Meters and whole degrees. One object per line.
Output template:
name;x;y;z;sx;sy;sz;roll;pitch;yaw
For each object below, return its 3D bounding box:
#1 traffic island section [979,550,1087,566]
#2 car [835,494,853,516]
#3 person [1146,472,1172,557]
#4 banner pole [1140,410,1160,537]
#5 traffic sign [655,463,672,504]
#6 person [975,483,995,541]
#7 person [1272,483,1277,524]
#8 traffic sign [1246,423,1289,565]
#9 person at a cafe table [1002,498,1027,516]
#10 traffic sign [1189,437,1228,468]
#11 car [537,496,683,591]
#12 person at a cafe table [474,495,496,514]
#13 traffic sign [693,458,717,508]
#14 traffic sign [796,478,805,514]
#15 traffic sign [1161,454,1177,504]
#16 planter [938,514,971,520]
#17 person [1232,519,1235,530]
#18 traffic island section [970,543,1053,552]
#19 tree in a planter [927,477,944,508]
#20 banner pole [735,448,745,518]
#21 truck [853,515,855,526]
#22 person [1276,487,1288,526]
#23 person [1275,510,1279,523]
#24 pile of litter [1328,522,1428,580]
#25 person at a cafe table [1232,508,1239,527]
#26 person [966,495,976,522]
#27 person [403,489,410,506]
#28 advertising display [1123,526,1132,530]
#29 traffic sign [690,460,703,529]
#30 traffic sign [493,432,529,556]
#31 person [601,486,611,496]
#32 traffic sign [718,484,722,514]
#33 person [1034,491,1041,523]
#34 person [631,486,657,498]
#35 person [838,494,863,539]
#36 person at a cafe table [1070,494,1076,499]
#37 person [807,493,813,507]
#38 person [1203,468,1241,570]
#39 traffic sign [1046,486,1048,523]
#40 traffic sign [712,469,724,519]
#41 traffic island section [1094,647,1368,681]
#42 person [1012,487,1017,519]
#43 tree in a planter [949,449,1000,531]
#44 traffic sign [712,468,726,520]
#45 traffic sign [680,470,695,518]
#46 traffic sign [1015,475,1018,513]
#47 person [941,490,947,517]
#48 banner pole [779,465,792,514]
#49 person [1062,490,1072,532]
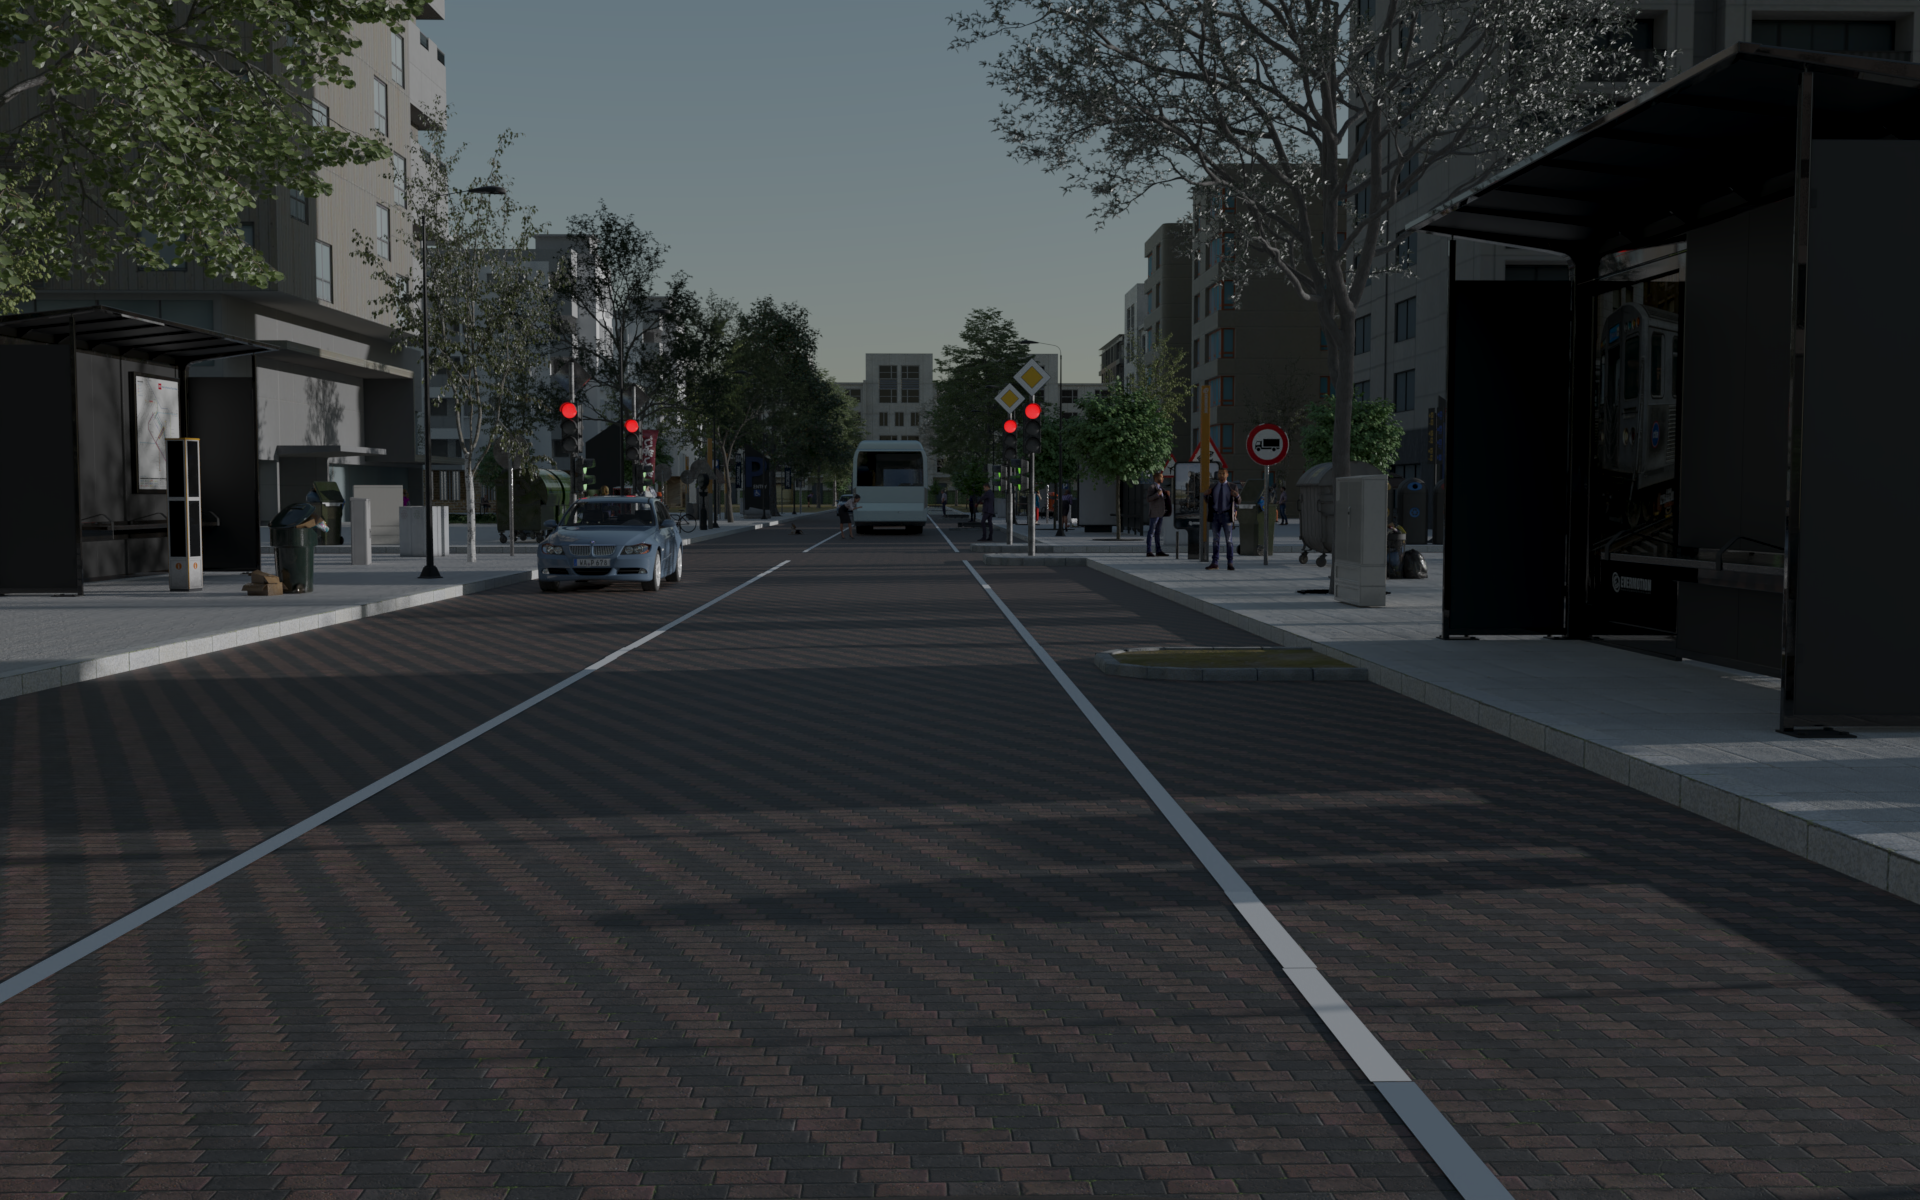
traffic island section;1.507;-0.840;36.021;2.009;0.180;2.903;0;4;-2
car;-7.177;-6.232;113.895;2.014;1.417;4.499;0;4;-1
person;4.066;-1.742;35.352;0.431;1.722;0.655;3;4;36
banner pole;5.717;-3.778;51.780;0.863;3.779;0.401;-2;4;-30
traffic sign;-12.386;-4.405;72.120;0.768;2.556;0.104;0;4;-1
person;0.733;-2.688;52.896;0.568;1.767;0.683;1;4;21
person;13.338;-4.101;73.820;0.376;1.734;0.841;0;4;5
traffic sign;5.516;-1.900;31.163;0.768;2.556;0.104;0;4;0
person at a cafe table;3.369;-5.551;101.618;1.726;1.238;1.698;1;4;8
traffic sign;5.104;-2.197;35.919;0.884;2.594;0.081;0;4;5
car;-5.388;-0.921;27.061;2.014;1.417;4.499;0;4;-3
person at a cafe table;-29.621;-5.988;108.765;1.698;1.238;1.726;-2;4;-34
traffic sign;-9.248;-3.842;62.823;0.884;2.594;0.081;0;4;-1
traffic sign;-10.336;-6.728;112.126;0.606;2.300;0.079;0;4;5
traffic sign;6.815;-3.412;55.788;0.884;2.594;0.081;0;4;5
planter;-0.211;-4.553;95.583;1.991;0.319;1.994;0;4;-2
person;9.542;-3.260;61.710;0.546;1.535;0.453;-1;4;-20
traffic island section;1.278;-1.329;44.003;2.009;0.180;2.903;0;4;-2
tree in a planter;-2.453;-10.774;173.371;1.991;3.239;1.994;0;4;-2
banner pole;-11.863;-6.338;93.643;0.401;3.779;0.863;3;4;38
truck;-3.488;-5.782;84.293;2.967;4.110;18.799;0;4;0
person;13.137;-3.827;70.568;0.435;1.587;0.963;0;4;-6
person;14.083;-3.902;78.132;0.655;0.850;0.859;1;4;12
pile of litter;6.376;-0.757;26.340;1.719;0.858;1.176;0;4;-8
person at a cafe table;10.179;-3.486;67.858;1.726;1.238;1.698;2;4;35
person;0.556;-4.848;88.475;0.504;1.737;0.576;-2;4;-33
person;-16.453;-2.541;50.819;0.776;1.435;0.726;1;4;20
advertising display;5.945;-3.444;61.531;0.123;1.923;0.974;-1;4;-11
traffic sign;-9.602;-3.908;63.996;0.768;2.556;0.104;0;4;4
traffic sign;-9.287;-2.185;35.830;0.768;2.556;0.104;0;4;5
person;-9.858;-2.415;48.063;0.480;1.512;0.613;-1;4;-10
traffic sign;-15.230;-6.655;108.910;0.768;2.556;0.104;0;4;-1
person;3.274;-4.192;76.281;0.444;1.614;0.593;-2;4;-29
person;-8.627;-2.494;47.540;0.841;1.734;0.376;-3;5;-40
person;-3.519;-2.692;55.706;0.799;1.438;0.628;0;4;-1
person at a cafe table;7.022;-6.572;115.965;1.622;1.524;1.698;-3;5;-40
person;-14.363;-9.577;165.852;0.697;1.427;0.421;-2;4;-32
person;4.403;-1.365;29.185;0.655;1.722;0.431;2;4;28
traffic sign;3.820;-4.625;75.716;0.768;2.556;0.104;0;4;1
traffic sign;-12.153;-5.360;87.647;0.884;2.594;0.081;0;4;2
traffic island section;2.134;0.525;14.284;1.991;0.108;1.994;0;4;-2
person;2.765;-5.001;87.932;0.434;1.807;0.598;2;4;31
tree in a planter;0.561;-4.363;68.562;1.991;3.239;1.994;0;4;-2
traffic sign;-11.854;-5.168;84.493;0.884;2.594;0.081;0;4;5
traffic sign;-14.316;-5.562;91.041;0.768;2.556;0.104;0;4;0
traffic sign;3.741;-6.926;113.352;0.768;2.556;0.104;0;4;2
person;-1.055;-6.075;108.758;0.436;1.711;0.756;1;4;21
banner pole;-11.295;-7.463;112.042;0.863;3.779;0.401;0;4;3
person;3.595;-3.044;59.047;0.421;1.427;0.697;1;4;20
